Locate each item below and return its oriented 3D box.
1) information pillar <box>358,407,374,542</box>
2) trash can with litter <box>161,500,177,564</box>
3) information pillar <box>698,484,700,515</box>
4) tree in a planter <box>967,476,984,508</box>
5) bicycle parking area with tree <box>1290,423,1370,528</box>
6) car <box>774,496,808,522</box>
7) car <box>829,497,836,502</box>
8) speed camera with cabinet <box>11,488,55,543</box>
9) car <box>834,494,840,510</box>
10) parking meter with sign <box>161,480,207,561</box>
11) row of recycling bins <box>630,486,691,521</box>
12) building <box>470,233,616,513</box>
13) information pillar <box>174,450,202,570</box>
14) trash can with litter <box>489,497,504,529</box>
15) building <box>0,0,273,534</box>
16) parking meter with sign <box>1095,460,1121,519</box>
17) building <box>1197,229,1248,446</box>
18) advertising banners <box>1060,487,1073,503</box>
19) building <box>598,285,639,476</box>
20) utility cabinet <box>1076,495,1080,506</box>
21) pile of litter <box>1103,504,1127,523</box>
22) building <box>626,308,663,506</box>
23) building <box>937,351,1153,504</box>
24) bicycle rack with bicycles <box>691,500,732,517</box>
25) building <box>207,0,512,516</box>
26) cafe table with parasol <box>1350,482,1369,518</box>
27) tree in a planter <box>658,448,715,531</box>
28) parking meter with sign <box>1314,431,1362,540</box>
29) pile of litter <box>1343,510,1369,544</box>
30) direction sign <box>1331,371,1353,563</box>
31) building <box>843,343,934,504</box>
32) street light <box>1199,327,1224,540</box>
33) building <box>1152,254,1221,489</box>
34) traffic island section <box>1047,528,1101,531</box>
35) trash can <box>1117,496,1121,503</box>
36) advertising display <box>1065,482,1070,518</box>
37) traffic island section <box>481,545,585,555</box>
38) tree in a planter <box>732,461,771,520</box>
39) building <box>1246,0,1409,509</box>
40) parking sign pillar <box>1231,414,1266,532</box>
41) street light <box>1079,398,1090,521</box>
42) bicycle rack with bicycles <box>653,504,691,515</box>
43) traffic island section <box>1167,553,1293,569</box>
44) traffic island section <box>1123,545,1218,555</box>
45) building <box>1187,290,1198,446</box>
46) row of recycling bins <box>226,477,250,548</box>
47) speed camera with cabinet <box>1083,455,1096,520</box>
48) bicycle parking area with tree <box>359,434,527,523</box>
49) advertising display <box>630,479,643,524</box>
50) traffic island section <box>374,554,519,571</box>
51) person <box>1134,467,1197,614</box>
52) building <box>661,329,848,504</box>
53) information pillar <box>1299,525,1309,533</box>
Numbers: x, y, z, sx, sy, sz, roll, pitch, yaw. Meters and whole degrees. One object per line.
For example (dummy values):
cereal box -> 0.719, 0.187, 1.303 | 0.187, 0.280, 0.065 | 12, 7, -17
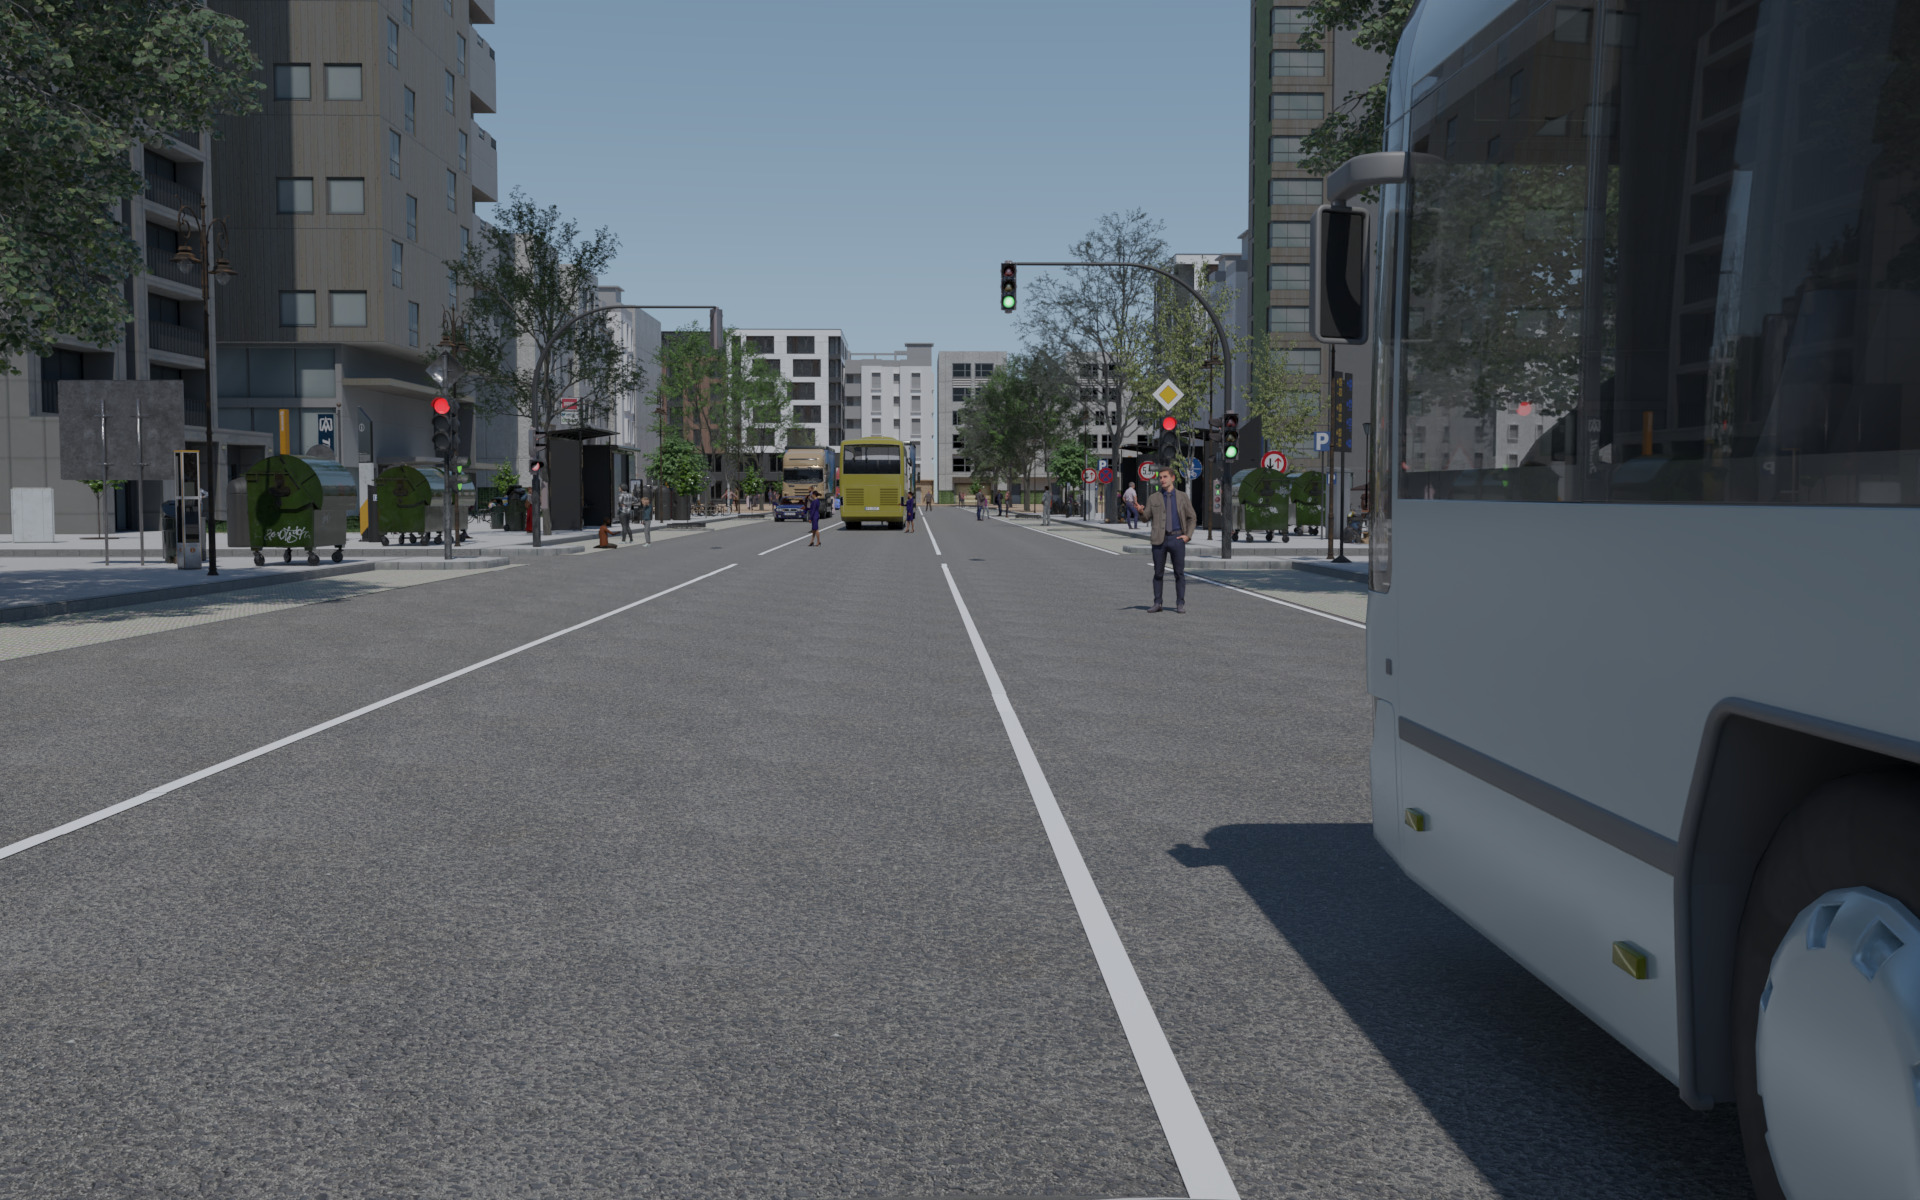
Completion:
information pillar -> -15.901, -3.364, 46.364 | 0.504, 3.616, 0.183 | 2, 4, 31
trash can with litter -> -14.312, -1.257, 31.943 | 0.624, 1.170, 1.055 | -3, 5, -40
information pillar -> -16.208, -7.097, 107.393 | 0.183, 3.616, 0.504 | 0, 4, -4
tree in a planter -> 1.571, -10.688, 171.978 | 1.991, 3.239, 1.994 | 0, 4, -2
bicycle parking area with tree -> 16.807, -4.906, 67.217 | 9.016, 4.147, 8.231 | 0, 4, 8
car -> -8.638, -4.724, 89.823 | 1.945, 1.354, 3.894 | 0, 4, 0
car -> -13.913, -10.563, 182.921 | 2.015, 1.641, 3.980 | 0, 4, -1
speed camera with cabinet -> -24.792, -3.108, 45.153 | 2.038, 3.252, 0.660 | -2, 4, -27
car -> -10.389, -8.959, 156.074 | 1.945, 1.707, 3.694 | 0, 4, 0
parking meter with sign -> -15.154, -2.284, 33.603 | 1.738, 3.016, 0.543 | 3, 5, 44
row of recycling bins -> -14.806, -4.688, 83.768 | 3.534, 1.692, 1.069 | -1, 4, -20
building -> -37.639, -16.309, 133.111 | 16.747, 18.905, 31.486 | 0, 4, -2
information pillar -> -13.066, -1.518, 29.316 | 0.304, 2.012, 0.304 | 3, 5, 44
trash can with litter -> -17.077, -3.191, 63.568 | 0.624, 1.170, 1.055 | -2, 4, -27
building -> -37.713, -38.206, 62.926 | 20.563, 71.187, 20.611 | 0, 4, -2
parking meter with sign -> 7.650, -5.612, 88.009 | 0.543, 3.016, 1.738 | -2, 4, -26
building -> 26.871, -16.721, 129.803 | 16.016, 20.091, 11.380 | 0, 4, -2
advertising banners -> 7.101, -7.294, 115.449 | 0.090, 3.025, 2.074 | -2, 4, -24
building -> -37.449, -18.256, 154.903 | 16.016, 20.091, 11.380 | 0, 4, -2
utility cabinet -> 7.900, -6.029, 109.731 | 1.020, 1.237, 0.306 | 0, 4, -2
pile of litter -> 6.992, -3.891, 77.589 | 1.176, 0.858, 1.719 | 1, 4, 15
building -> -46.257, -18.560, 169.920 | 31.486, 18.905, 16.747 | 0, 4, -2
building -> 12.908, -21.812, 223.089 | 31.486, 18.905, 16.747 | 0, 4, -2
bicycle rack with bicycles -> -16.742, -6.077, 112.743 | 2.852, 0.926, 2.925 | 2, 4, 24
building -> -41.635, -30.961, 95.452 | 28.713, 52.752, 27.495 | 0, 4, -2
cafe table with parasol -> 19.988, -4.787, 83.138 | 2.610, 1.966, 2.610 | 0, 4, 4
tree in a planter -> -10.619, -4.292, 67.403 | 1.991, 3.239, 1.994 | 0, 4, -2
parking meter with sign -> 10.716, -3.223, 48.954 | 1.738, 3.016, 0.543 | -3, 5, -44
pile of litter -> 10.563, -1.912, 45.229 | 1.176, 0.858, 1.719 | 3, 4, 37
direction sign -> 7.135, -2.465, 32.293 | 0.379, 3.537, 0.876 | 2, 4, 32
building -> -9.119, -22.412, 222.850 | 11.380, 20.091, 16.016 | 0, 4, -2
street light -> 6.952, -4.600, 47.999 | 0.468, 5.910, 1.993 | 0, 4, -2
building -> 31.806, -19.571, 163.958 | 27.936, 21.610, 32.646 | 0, 4, -2
traffic island section -> 4.397, -2.709, 67.153 | 1.991, 0.108, 1.994 | 0, 4, -2
trash can -> 9.367, -5.661, 104.207 | 0.748, 1.137, 0.748 | 0, 3, 0
advertising display -> 5.759, -5.350, 92.685 | 0.123, 1.923, 0.974 | 1, 4, 13
traffic island section -> -10.246, -1.198, 41.873 | 2.009, 0.180, 2.903 | 0, 4, -2
tree in a planter -> -11.342, -5.940, 94.337 | 1.991, 3.239, 1.994 | 0, 4, -2
building -> 25.433, -26.105, 110.419 | 14.154, 41.232, 14.086 | 0, 4, -2
parking sign pillar -> 9.618, -4.287, 58.564 | 1.447, 3.967, 1.447 | 2, 4, 35
street light -> 5.968, -6.711, 82.506 | 0.468, 5.910, 1.993 | 0, 4, -2
bicycle rack with bicycles -> -16.831, -4.936, 94.087 | 2.852, 0.926, 2.925 | 3, 4, 36
traffic island section -> 5.285, -0.735, 34.297 | 2.009, 0.180, 2.903 | 0, 4, -2
traffic island section -> 5.070, -1.223, 42.279 | 2.009, 0.180, 2.903 | 0, 4, -2
building -> 26.979, -17.460, 141.893 | 16.016, 20.091, 11.380 | 0, 4, -2
row of recycling bins -> -17.638, -2.203, 43.140 | 1.069, 1.692, 3.534 | -1, 4, -15
speed camera with cabinet -> 6.447, -5.614, 86.132 | 0.660, 3.252, 2.038 | 0, 4, 5
bicycle parking area with tree -> -23.229, -5.599, 78.552 | 9.016, 4.147, 8.231 | 0, 4, 0
advertising display -> -13.918, -4.241, 74.552 | 0.123, 1.923, 0.974 | -3, 4, -38
traffic island section -> -10.031, -0.710, 33.891 | 2.009, 0.180, 2.903 | 0, 4, -2
person -> 2.453, -0.717, 20.761 | 0.617, 1.759, 0.750 | 1, 4, 23
building -> -31.359, -23.472, 227.736 | 32.646, 21.610, 27.936 | 0, 4, -2
information pillar -> 11.397, -3.225, 57.226 | 0.304, 2.012, 0.304 | -2, 4, -23
